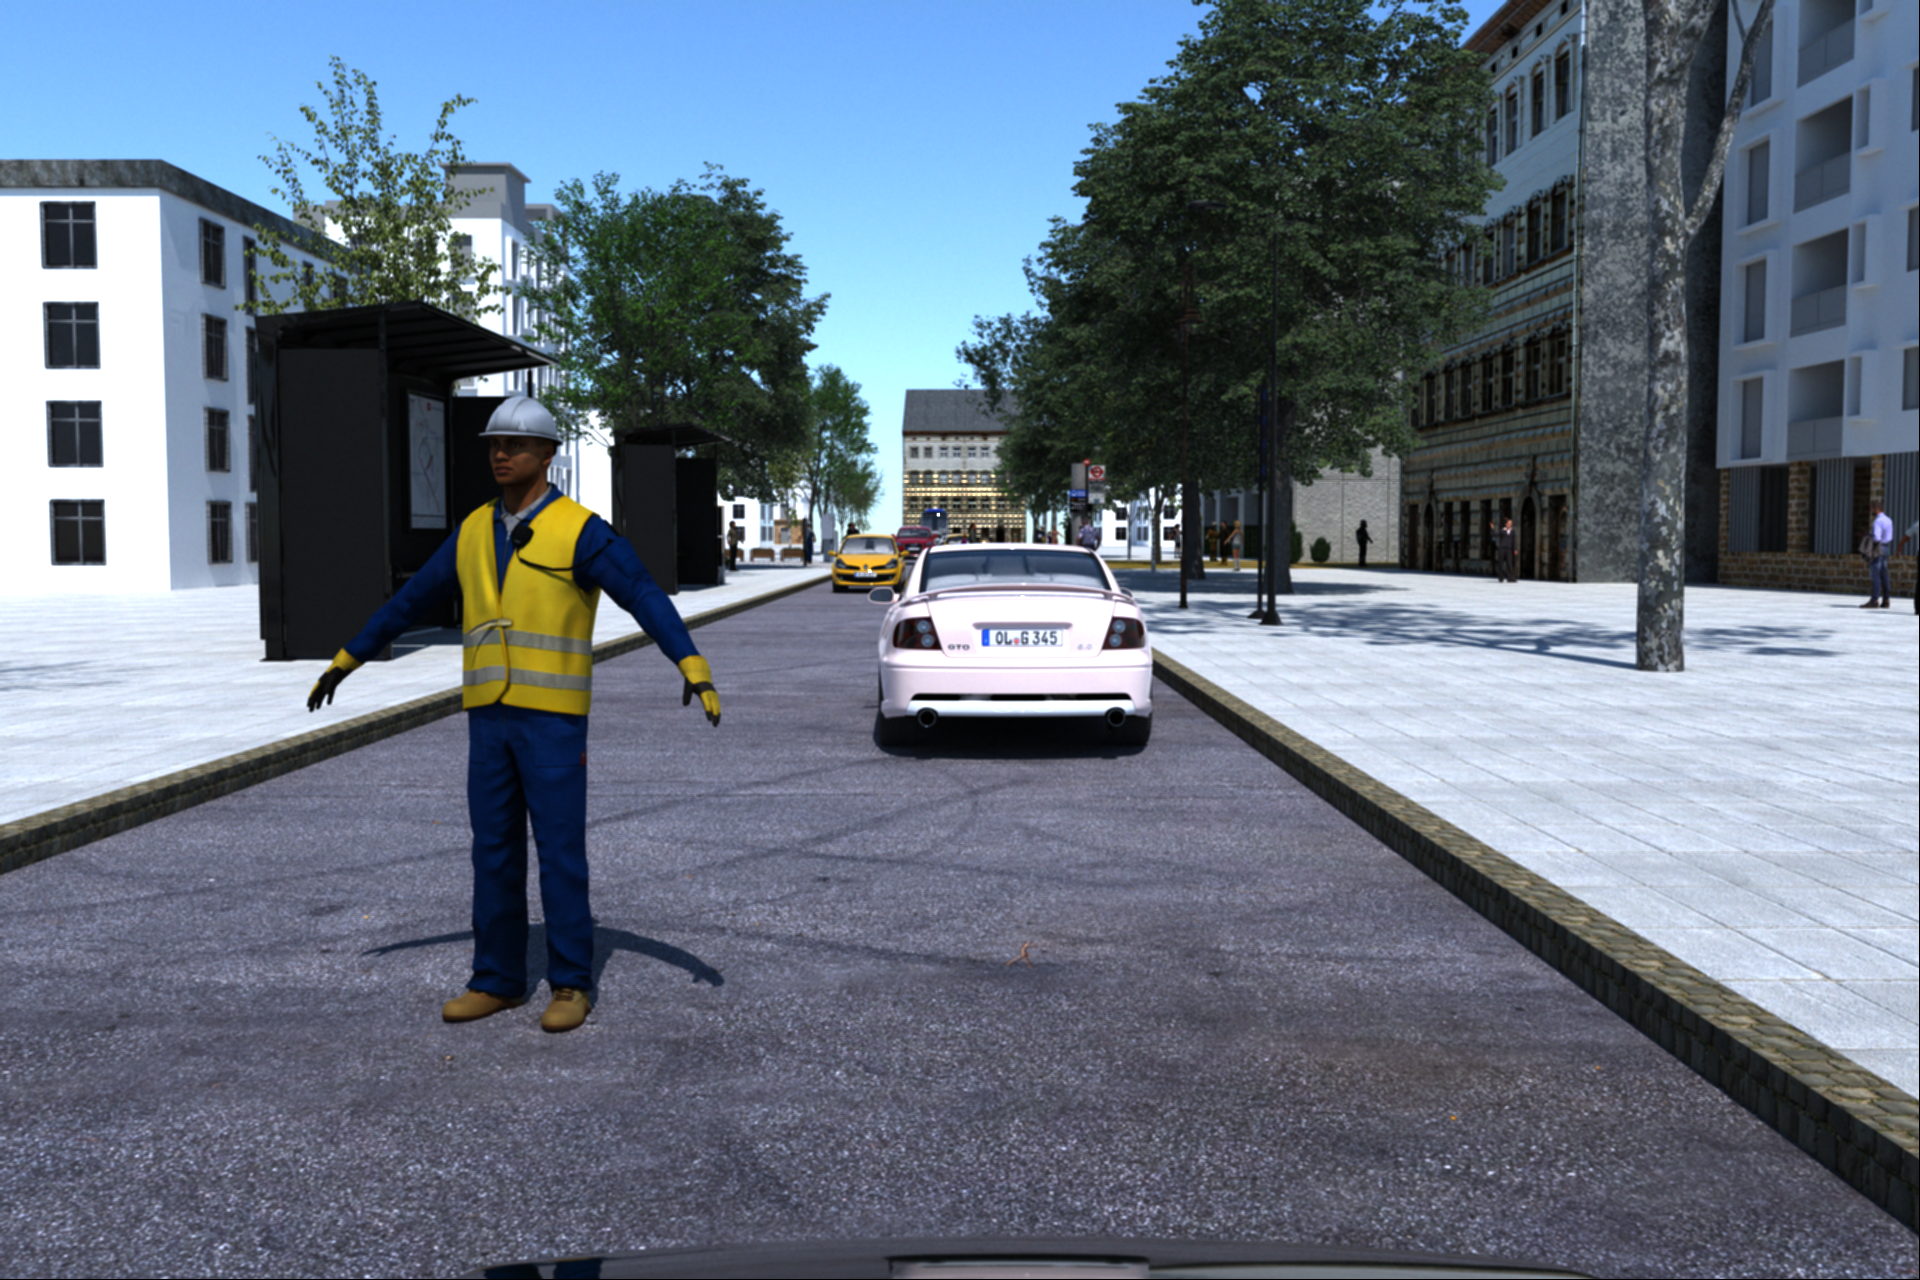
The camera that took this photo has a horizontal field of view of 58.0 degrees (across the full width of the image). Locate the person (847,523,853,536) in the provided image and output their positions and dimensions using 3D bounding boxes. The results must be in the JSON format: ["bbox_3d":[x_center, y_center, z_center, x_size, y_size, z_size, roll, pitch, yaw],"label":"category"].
[{"bbox_3d":[-5.157,-4.628,81.846,0.705,1.806,1.347,-1,4,-15],"label":"person"}]

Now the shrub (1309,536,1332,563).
[{"bbox_3d":[16.000,-4.021,76.861,1.383,1.207,1.383,0,3,0],"label":"shrub"}]

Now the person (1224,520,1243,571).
[{"bbox_3d":[9.443,-3.243,59.633,0.721,1.753,1.214,3,4,39],"label":"person"}]

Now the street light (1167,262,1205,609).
[{"bbox_3d":[3.858,-3.483,29.731,0.468,5.910,1.993,0,4,0],"label":"street light"}]

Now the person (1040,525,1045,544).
[{"bbox_3d":[4.271,-5.196,91.421,0.721,1.772,1.216,0,4,-7],"label":"person"}]

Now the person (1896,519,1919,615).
[{"bbox_3d":[15.280,-1.314,27.275,0.704,1.855,1.343,-1,4,-22],"label":"person"}]

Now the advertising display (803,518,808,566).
[{"bbox_3d":[-6.237,-3.959,69.945,0.123,1.923,0.974,0,3,0],"label":"advertising display"}]

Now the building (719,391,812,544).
[{"bbox_3d":[-24.423,-21.957,215.423,16.016,20.090,11.380,0,4,0],"label":"building"}]

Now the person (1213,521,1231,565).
[{"bbox_3d":[10.819,-3.977,71.155,0.704,1.812,1.346,-1,4,-19],"label":"person"}]

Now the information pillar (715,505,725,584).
[{"bbox_3d":[-6.206,-2.447,44.508,0.304,2.012,0.304,0,4,0],"label":"information pillar"}]

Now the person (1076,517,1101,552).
[{"bbox_3d":[3.164,-2.219,43.254,0.756,1.711,0.436,-2,4,-25],"label":"person"}]

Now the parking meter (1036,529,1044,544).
[{"bbox_3d":[3.788,-4.523,82.362,0.372,1.533,0.369,0,3,0],"label":"parking meter"}]

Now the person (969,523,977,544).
[{"bbox_3d":[0.453,-2.955,57.048,0.705,1.796,1.348,0,4,-3],"label":"person"}]

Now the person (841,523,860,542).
[{"bbox_3d":[-5.165,-4.741,83.745,1.346,1.802,0.704,2,4,35],"label":"person"}]

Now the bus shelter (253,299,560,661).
[{"bbox_3d":[-6.279,-1.787,20.496,1.731,3.624,6.357,0,3,0],"label":"bus shelter"}]

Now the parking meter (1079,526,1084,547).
[{"bbox_3d":[3.914,-2.794,54.091,0.372,1.533,0.369,0,3,0],"label":"parking meter"}]

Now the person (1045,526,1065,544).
[{"bbox_3d":[5.109,-5.256,92.738,1.217,1.733,0.721,-1,4,-15],"label":"person"}]

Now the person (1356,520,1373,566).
[{"bbox_3d":[16.006,-3.847,68.682,0.705,1.856,1.354,3,4,36],"label":"person"}]

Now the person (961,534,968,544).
[{"bbox_3d":[0.268,-3.698,72.186,0.599,1.433,0.991,-2,4,-29],"label":"person"}]

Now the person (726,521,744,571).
[{"bbox_3d":[-7.769,-3.246,59.830,0.721,1.744,1.215,1,4,18],"label":"person"}]

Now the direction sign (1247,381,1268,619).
[{"bbox_3d":[4.555,-2.092,26.209,0.379,3.537,0.876,0,4,0],"label":"direction sign"}]

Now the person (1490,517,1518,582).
[{"bbox_3d":[14.367,-2.381,45.775,0.742,1.727,0.445,-2,4,-28],"label":"person"}]

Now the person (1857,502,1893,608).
[{"bbox_3d":[15.794,-1.474,30.018,0.709,1.838,0.599,-3,5,-39],"label":"person"}]

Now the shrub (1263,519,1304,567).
[{"bbox_3d":[12.475,-3.812,66.743,1.690,2.028,1.600,0,3,0],"label":"shrub"}]

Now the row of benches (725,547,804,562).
[{"bbox_3d":[-9.156,-4.004,80.934,4.104,0.672,1.422,-1,4,-16],"label":"row of benches"}]

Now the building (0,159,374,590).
[{"bbox_3d":[-22.422,-6.780,53.007,9.099,9.664,28.070,0,3,0],"label":"building"}]

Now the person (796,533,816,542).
[{"bbox_3d":[-7.805,-5.036,88.466,1.347,1.817,0.704,3,4,39],"label":"person"}]

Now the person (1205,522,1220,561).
[{"bbox_3d":[11.938,-4.623,81.351,1.354,1.858,0.705,-3,4,-39],"label":"person"}]

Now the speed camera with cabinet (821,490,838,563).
[{"bbox_3d":[-5.898,-5.126,78.147,0.660,3.252,2.038,0,4,2],"label":"speed camera with cabinet"}]

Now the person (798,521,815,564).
[{"bbox_3d":[-6.542,-4.194,74.422,0.705,1.847,1.347,2,4,27],"label":"person"}]

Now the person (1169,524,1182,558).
[{"bbox_3d":[11.507,-5.212,91.366,1.345,1.843,0.704,-2,4,-33],"label":"person"}]

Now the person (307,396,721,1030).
[{"bbox_3d":[-1.291,0.203,5.102,1.349,1.833,0.705,1,4,18],"label":"person"}]

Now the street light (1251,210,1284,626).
[{"bbox_3d":[4.937,-3.165,24.281,1.470,5.913,1.316,0,3,0],"label":"street light"}]

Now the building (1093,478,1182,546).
[{"bbox_3d":[20.461,-15.434,194.497,9.099,9.664,28.070,0,3,0],"label":"building"}]

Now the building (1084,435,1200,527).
[{"bbox_3d":[25.411,-23.686,218.193,19.493,23.208,18.063,0,3,0],"label":"building"}]

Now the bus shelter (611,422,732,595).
[{"bbox_3d":[-6.444,-2.939,39.335,1.731,3.624,6.357,0,4,0],"label":"bus shelter"}]

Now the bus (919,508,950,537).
[{"bbox_3d":[-2.378,-10.902,169.798,2.896,3.916,12.251,0,4,0],"label":"bus"}]

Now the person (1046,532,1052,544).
[{"bbox_3d":[5.349,-5.705,102.550,0.599,1.433,0.991,-2,4,-32],"label":"person"}]

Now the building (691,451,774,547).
[{"bbox_3d":[-24.661,-15.067,188.496,9.099,9.664,28.070,0,3,0],"label":"building"}]

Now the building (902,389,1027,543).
[{"bbox_3d":[0.933,-26.139,260.761,18.063,23.208,19.493,0,4,2],"label":"building"}]
